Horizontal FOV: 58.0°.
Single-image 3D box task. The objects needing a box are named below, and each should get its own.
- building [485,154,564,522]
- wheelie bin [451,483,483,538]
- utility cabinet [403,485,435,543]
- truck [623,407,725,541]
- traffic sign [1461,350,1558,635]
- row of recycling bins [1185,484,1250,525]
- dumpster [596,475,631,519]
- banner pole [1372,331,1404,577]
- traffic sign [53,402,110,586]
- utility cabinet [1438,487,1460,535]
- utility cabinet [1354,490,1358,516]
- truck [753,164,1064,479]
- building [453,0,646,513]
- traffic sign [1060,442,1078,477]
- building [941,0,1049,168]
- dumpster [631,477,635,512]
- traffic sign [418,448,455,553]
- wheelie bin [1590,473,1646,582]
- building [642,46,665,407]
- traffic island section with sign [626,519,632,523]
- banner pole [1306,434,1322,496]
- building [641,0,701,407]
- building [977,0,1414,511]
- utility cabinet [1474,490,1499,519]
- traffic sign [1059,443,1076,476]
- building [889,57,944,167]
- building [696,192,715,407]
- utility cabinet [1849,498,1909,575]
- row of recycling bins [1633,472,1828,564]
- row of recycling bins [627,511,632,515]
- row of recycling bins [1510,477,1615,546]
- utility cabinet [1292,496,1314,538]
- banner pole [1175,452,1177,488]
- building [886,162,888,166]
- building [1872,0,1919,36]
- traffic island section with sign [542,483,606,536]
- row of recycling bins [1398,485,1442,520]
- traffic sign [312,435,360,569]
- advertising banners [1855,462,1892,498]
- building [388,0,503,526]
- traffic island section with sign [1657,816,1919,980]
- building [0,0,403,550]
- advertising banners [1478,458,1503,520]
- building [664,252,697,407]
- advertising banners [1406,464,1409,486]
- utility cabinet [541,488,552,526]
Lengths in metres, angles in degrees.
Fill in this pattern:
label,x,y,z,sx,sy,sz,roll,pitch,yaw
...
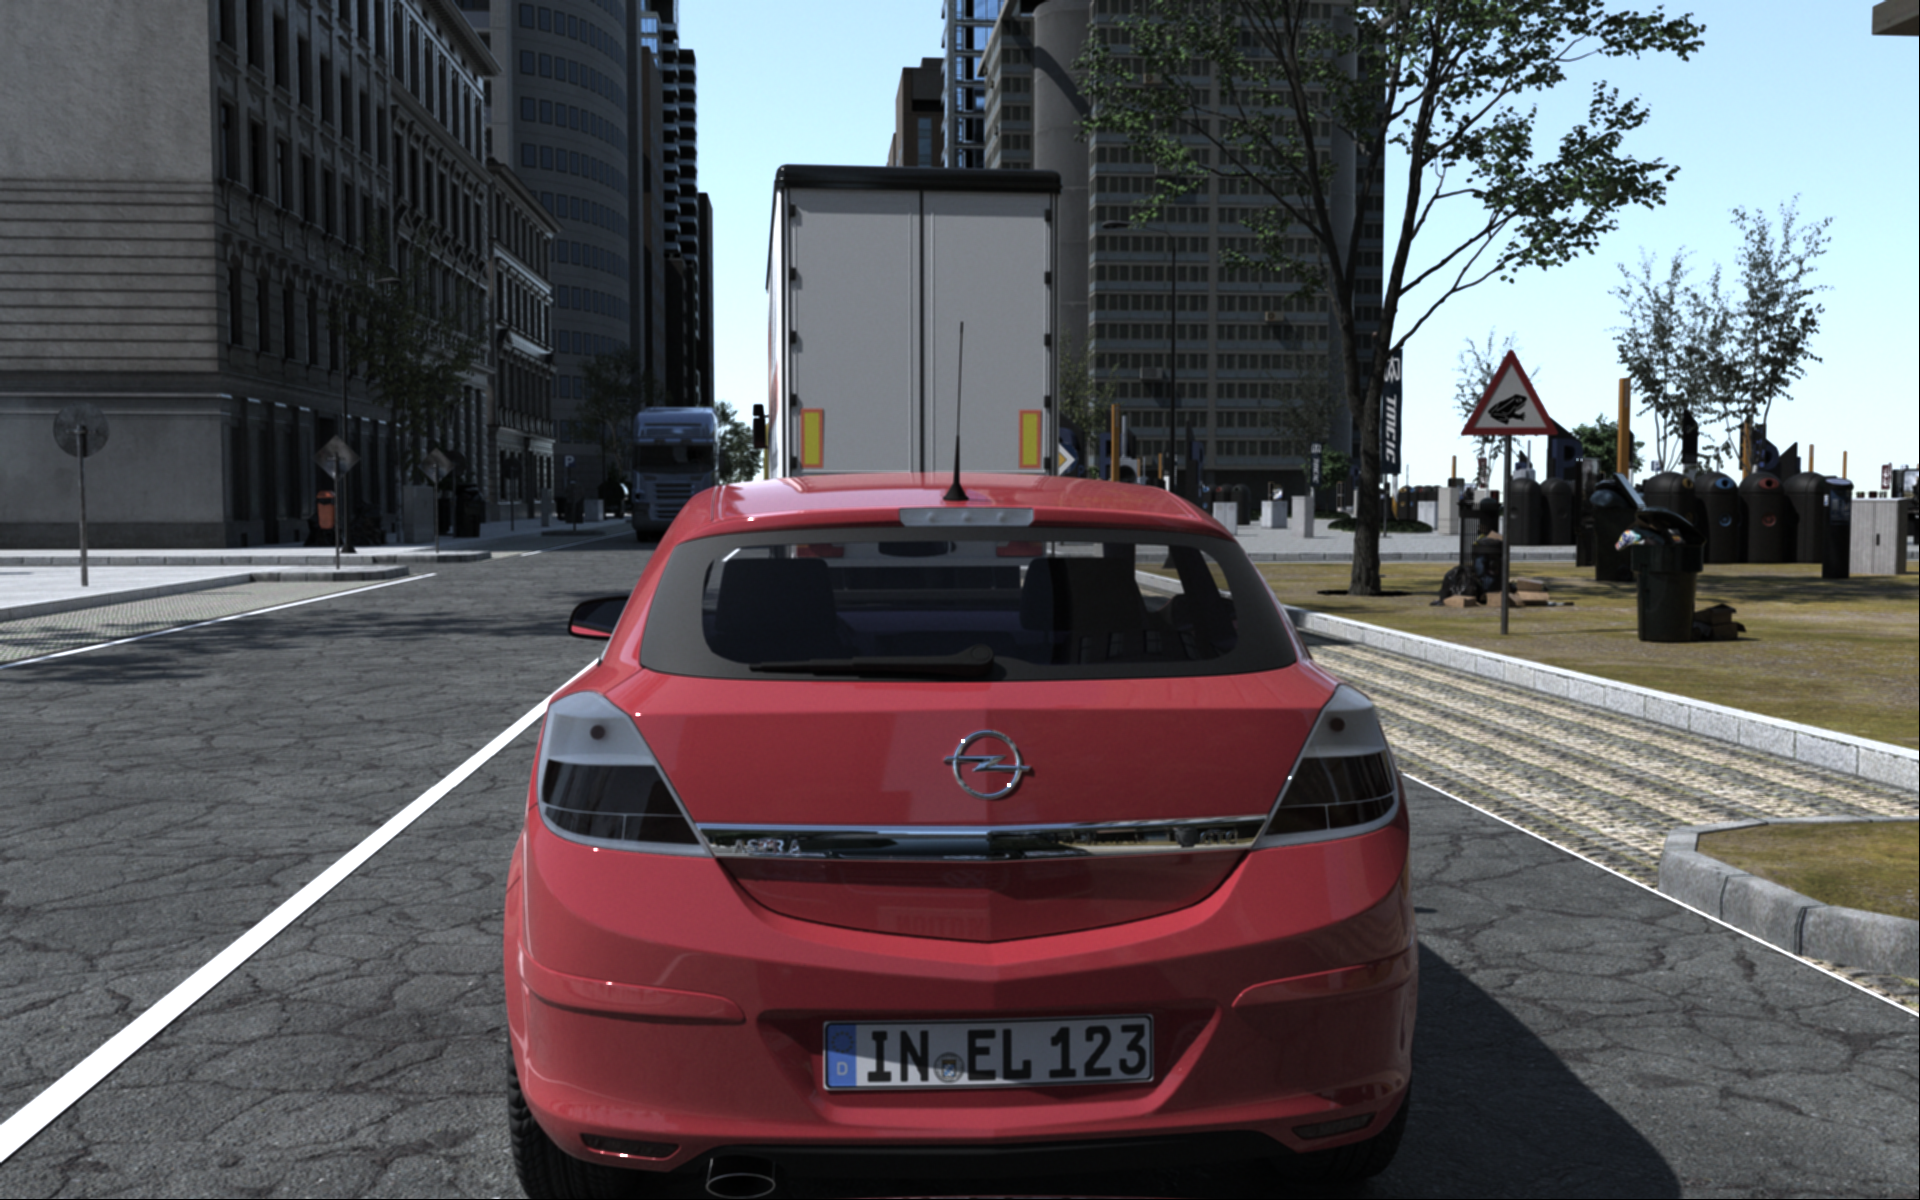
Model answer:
label,x,y,z,sx,sy,sz,roll,pitch,yaw
building,-26.778,-13.675,88.210,10.561,19.102,19.286,0,4,-5
wheelie bin,-14.572,-2.656,51.335,0.693,1.594,0.980,3,5,41
utility cabinet,-14.070,-2.226,45.071,0.318,1.500,1.173,1,4,9
truck,-9.222,-4.261,59.429,2.967,4.110,18.799,0,4,-5
traffic sign,4.963,-0.961,15.713,0.884,2.594,0.081,0,4,-2
row of recycling bins,10.815,-4.010,72.678,1.069,1.692,3.534,-3,4,-36
dumpster,-18.064,-5.347,89.921,1.502,2.255,1.985,0,4,-5
banner pole,6.496,-2.234,26.535,0.401,3.779,0.863,-2,4,-25
traffic sign,-12.185,-1.464,24.035,0.768,2.556,0.104,0,4,-1
utility cabinet,15.408,-2.807,54.577,0.318,1.500,1.173,0,4,-3
utility cabinet,23.385,-5.600,100.244,1.173,1.500,0.318,-1,4,-19
truck,-1.008,-1.928,20.440,2.839,4.237,11.283,0,4,-7
building,-34.728,-35.620,124.379,21.231,58.520,28.212,0,4,-5
traffic sign,2.527,-2.612,42.805,0.768,2.556,0.104,0,4,-2
building,7.050,-51.596,156.260,22.319,86.520,31.000,0,4,-5
dumpster,-18.720,-5.779,96.988,1.502,2.255,1.985,0,4,-5
traffic sign,-11.311,-2.067,37.434,0.795,2.450,0.064,0,4,-5
wheelie bin,9.698,-1.080,25.574,0.693,1.594,0.980,2,4,32
building,-36.690,-31.826,170.458,14.600,45.320,14.200,0,4,-5
traffic island section with sign,-15.735,-4.803,87.161,1.989,1.847,2.006,0,4,-5
banner pole,14.694,-5.031,72.268,0.863,3.779,0.401,2,4,24
building,-44.120,-55.830,225.484,22.319,86.520,31.000,0,4,-5
building,14.694,-26.845,130.795,32.217,40.220,23.993,0,4,-5
utility cabinet,27.106,-4.925,89.207,1.173,1.500,0.318,2,4,33
traffic sign,1.642,-1.645,30.541,0.795,2.450,0.064,0,4,-5
building,0.612,-32.388,179.647,14.600,45.320,14.200,0,4,-5
building,-42.767,-36.660,249.507,14.600,45.320,14.200,0,4,-5
utility cabinet,14.729,-1.028,27.973,0.306,1.237,1.020,-2,4,-29
row of recycling bins,14.394,-1.529,32.115,3.534,1.692,1.069,0,4,-6
row of recycling bins,-20.293,-6.215,108.728,1.069,1.692,3.534,-1,4,-16
row of recycling bins,15.299,-2.226,43.509,3.534,1.692,1.069,-1,4,-19
utility cabinet,10.048,-2.422,50.756,0.306,1.237,1.020,-1,4,-11
banner pole,11.319,-6.198,91.349,0.401,3.779,0.863,-1,4,-10
building,0.334,-37.546,233.482,23.786,49.044,30.456,0,4,-5
building,25.038,-25.612,8.003,28.713,52.752,27.495,0,4,-5
traffic island section with sign,-13.323,-3.134,59.868,1.989,1.847,2.006,0,4,-5
row of recycling bins,22.485,-4.719,84.271,1.069,1.692,3.534,-1,4,-17
traffic sign,-10.606,-1.580,29.480,0.795,2.450,0.064,0,4,-5
advertising banners,54.955,-6.611,104.275,0.090,3.025,2.074,-2,4,-34
building,-24.951,-14.573,67.144,11.050,23.489,19.941,0,4,-5
traffic island section with sign,3.532,0.171,5.832,1.989,1.847,2.006,0,4,-5
building,-22.548,-12.170,48.123,9.793,20.994,18.267,0,4,-5
advertising banners,25.570,-5.292,82.707,0.090,3.025,2.074,-3,4,-37
building,-38.583,-26.456,204.251,14.160,30.474,14.107,0,4,-5
advertising banners,25.733,-6.363,100.219,0.090,3.025,2.074,2,4,26
utility cabinet,-16.331,-3.658,68.480,0.318,1.500,1.173,0,4,-7
